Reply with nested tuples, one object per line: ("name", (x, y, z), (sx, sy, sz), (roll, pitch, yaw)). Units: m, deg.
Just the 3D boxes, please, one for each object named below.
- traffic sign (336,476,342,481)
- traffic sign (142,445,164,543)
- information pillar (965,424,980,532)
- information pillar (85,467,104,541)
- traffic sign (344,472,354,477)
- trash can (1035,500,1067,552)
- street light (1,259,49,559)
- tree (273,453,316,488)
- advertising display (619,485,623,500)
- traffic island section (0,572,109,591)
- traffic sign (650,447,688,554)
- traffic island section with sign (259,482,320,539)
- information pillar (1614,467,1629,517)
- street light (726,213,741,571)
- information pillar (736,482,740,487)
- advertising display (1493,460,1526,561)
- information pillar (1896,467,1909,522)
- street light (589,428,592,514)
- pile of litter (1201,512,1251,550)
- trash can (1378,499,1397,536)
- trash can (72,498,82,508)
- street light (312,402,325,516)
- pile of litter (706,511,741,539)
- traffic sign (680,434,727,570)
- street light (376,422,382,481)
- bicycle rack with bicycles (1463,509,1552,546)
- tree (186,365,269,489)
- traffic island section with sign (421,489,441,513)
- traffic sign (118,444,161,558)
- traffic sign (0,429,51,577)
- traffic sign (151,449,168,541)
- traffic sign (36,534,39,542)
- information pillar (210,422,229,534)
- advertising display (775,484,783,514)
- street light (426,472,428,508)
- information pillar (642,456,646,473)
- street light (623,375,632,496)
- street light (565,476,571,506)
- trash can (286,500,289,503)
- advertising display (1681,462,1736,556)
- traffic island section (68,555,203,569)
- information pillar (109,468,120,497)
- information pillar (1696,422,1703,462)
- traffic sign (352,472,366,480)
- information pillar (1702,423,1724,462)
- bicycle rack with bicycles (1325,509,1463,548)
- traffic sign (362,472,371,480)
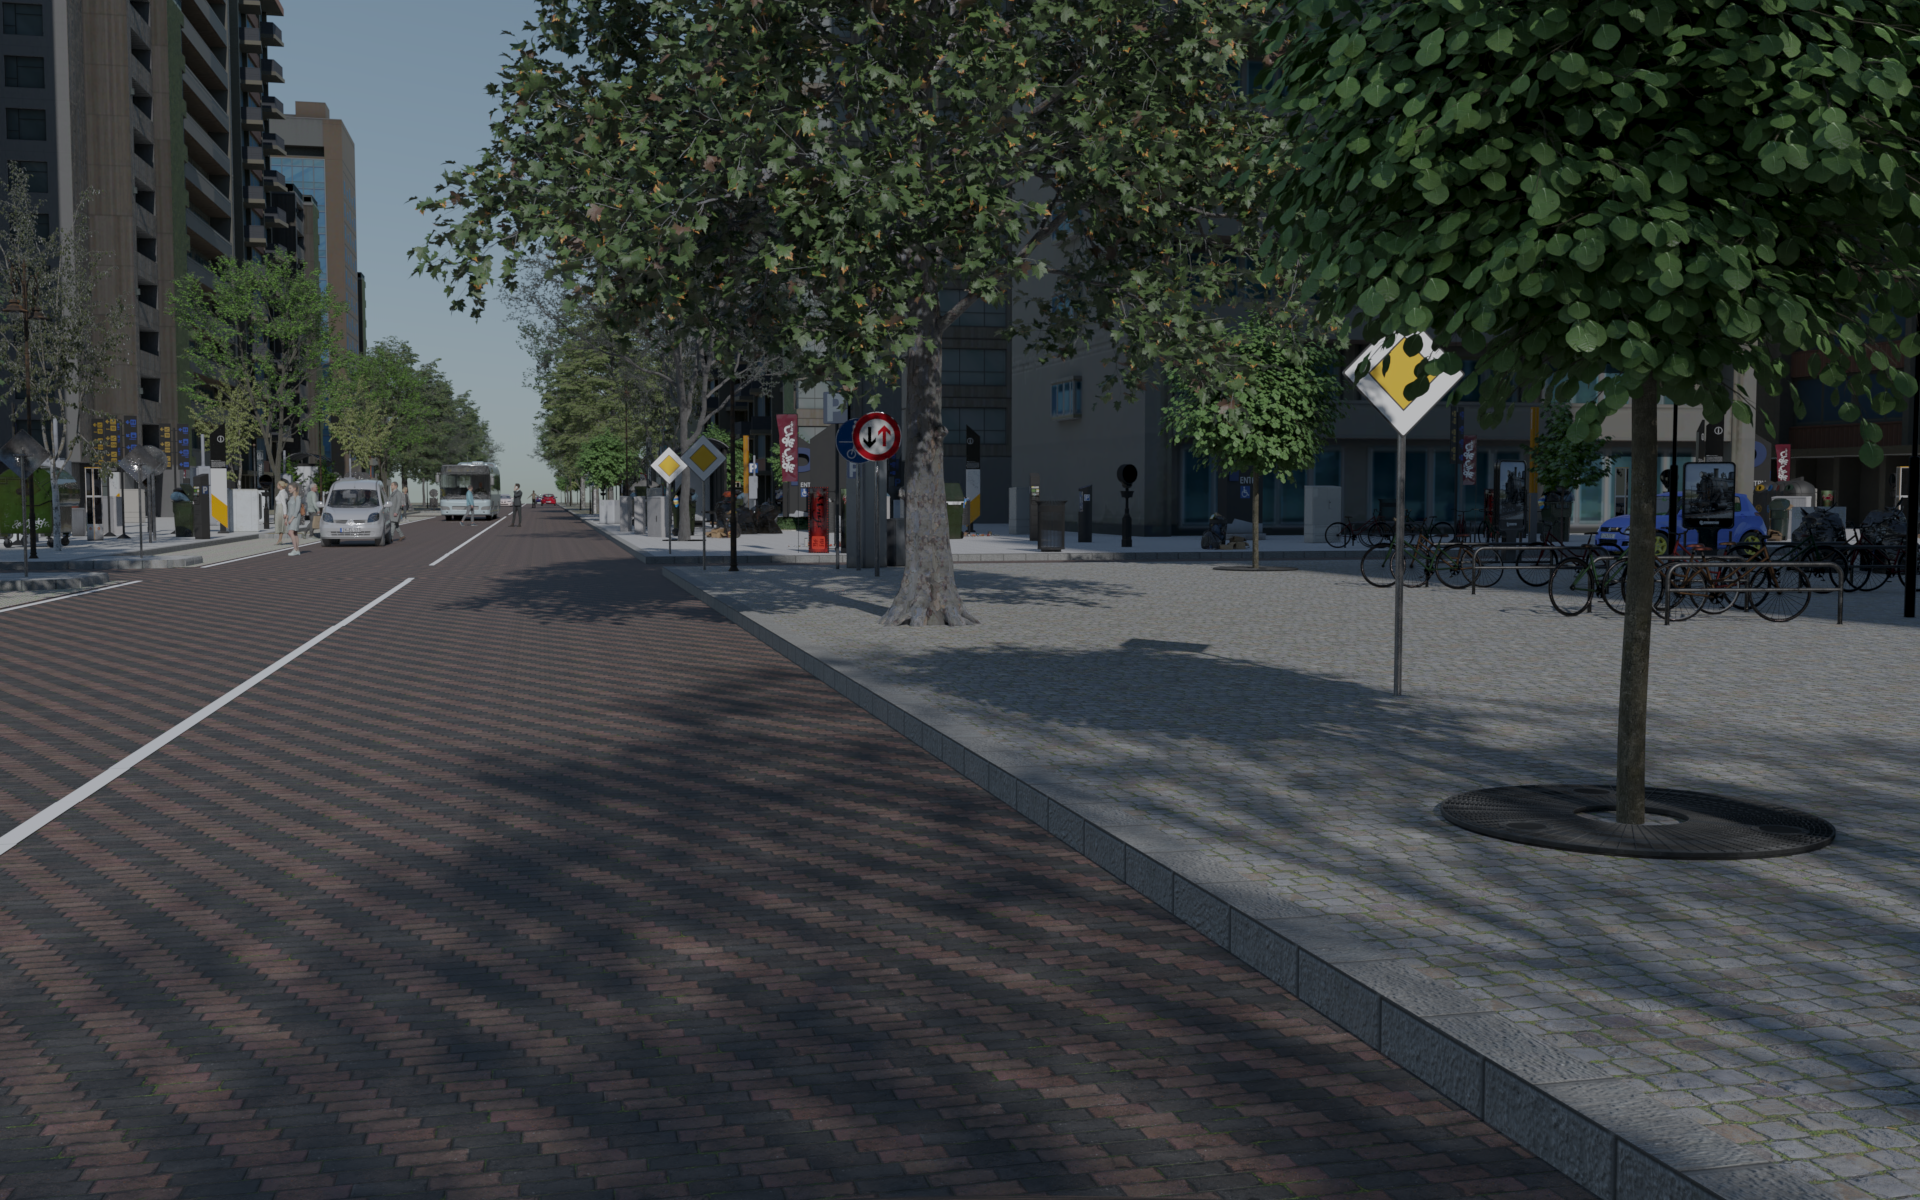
("traffic sign", (-35.995, -6.097, 99.784), (0.768, 2.556, 0.104), (0, 4, -8))
("traffic sign", (-21.210, -2.764, 45.303), (0.768, 2.556, 0.104), (-1, 4, -12))
("information pillar", (0.431, -4.085, 58.142), (0.504, 3.616, 0.183), (1, 4, 9))
("information pillar", (-23.757, -2.632, 47.530), (0.304, 2.012, 0.304), (2, 4, 24))
("traffic sign", (-34.943, -6.068, 99.310), (0.768, 2.556, 0.104), (0, 4, -7))
("trash can", (2.018, -1.632, 38.343), (0.748, 1.137, 0.748), (0, 3, 0))
("street light", (-18.428, -3.761, 34.274), (0.468, 5.910, 1.993), (-1, 4, -14))
("tree", (-31.277, -5.288, 81.053), (1.663, 3.219, 1.824), (0, 3, 0))
("advertising display", (-20.220, -6.037, 103.915), (0.123, 1.923, 0.974), (0, 4, 8))
("traffic island section", (-14.505, -0.280, 26.865), (2.009, 0.180, 2.903), (-1, 4, -14))
("traffic sign", (-6.207, -2.040, 37.000), (0.795, 2.450, 0.064), (-1, 4, -14))
("traffic island section with sign", (-21.688, -2.926, 56.467), (1.989, 1.847, 2.006), (-1, 4, -14))
("information pillar", (18.160, -2.635, 47.567), (0.304, 2.012, 0.304), (2, 4, 33))
("street light", (-3.767, -3.417, 28.653), (0.468, 5.910, 1.993), (-1, 4, -14))
("information pillar", (-13.358, -6.070, 103.732), (0.304, 2.012, 0.304), (-3, 4, -36))
("advertising display", (10.386, -1.683, 32.739), (0.974, 1.923, 0.123), (-3, 5, -42))
("information pillar", (25.230, -2.558, 46.319), (0.304, 2.012, 0.304), (1, 4, 12))
("street light", (-23.462, -8.377, 109.752), (0.468, 5.910, 1.993), (-1, 4, -14))
("pile of litter", (6.281, -1.623, 40.498), (1.719, 0.858, 1.176), (-3, 5, -44))
("trash can", (13.094, -2.518, 52.817), (0.748, 1.137, 0.748), (0, 3, 0))
("trash can", (-36.422, -3.636, 71.103), (0.748, 1.137, 0.748), (0, 3, 0))
("street light", (-29.518, -6.553, 79.922), (0.468, 5.910, 1.993), (-1, 4, -14))
("pile of litter", (-6.981, -2.257, 50.867), (1.176, 0.858, 1.719), (1, 4, 15))
("traffic sign", (-4.327, -1.566, 29.239), (0.795, 2.450, 0.064), (-1, 4, -14))
("street light", (-36.390, -8.311, 108.679), (0.468, 5.910, 1.993), (-1, 4, -14))
("bicycle rack with bicycles", (13.386, -1.784, 42.551), (2.852, 0.926, 2.925), (1, 4, 14))
("tree", (-40.080, -8.879, 95.536), (4.737, 8.622, 4.395), (0, 3, 0))
("traffic island section with sign", (-39.772, -7.491, 131.105), (1.989, 1.847, 2.006), (-1, 4, -14))
("traffic sign", (-16.364, -1.892, 34.570), (0.795, 2.450, 0.064), (-1, 4, -14))
("traffic sign", (-14.484, -1.417, 26.809), (0.795, 2.450, 0.064), (-1, 4, -14))
("traffic sign", (-22.090, -2.895, 47.437), (0.768, 2.556, 0.104), (0, 4, -8))
("traffic sign", (-24.724, -2.827, 46.323), (0.768, 2.556, 0.104), (-1, 4, -10))
("information pillar", (-24.072, -3.970, 56.270), (0.504, 3.616, 0.183), (-2, 4, -26))
("advertising display", (-11.661, -6.532, 112.003), (0.123, 1.923, 0.974), (-3, 4, -37))
("street light", (-47.651, -11.134, 154.822), (0.468, 5.910, 1.993), (-1, 4, -14))
("information pillar", (-19.165, -6.942, 104.849), (0.504, 3.616, 0.183), (2, 4, 33))
("street light", (-12.339, -5.586, 64.111), (0.468, 5.910, 1.993), (-1, 4, -14))
("street light", (-41.463, -12.929, 184.171), (0.468, 5.910, 1.993), (-1, 4, -14))
("trash can", (-29.412, -3.952, 76.261), (0.748, 1.137, 0.748), (0, 3, 0))
("advertising display", (14.935, -1.796, 34.572), (0.974, 1.923, 0.123), (1, 4, 13))
("traffic island section", (-16.385, -0.755, 34.627), (2.009, 0.180, 2.903), (-1, 4, -14))
("information pillar", (-32.109, -4.548, 65.716), (0.504, 3.616, 0.183), (2, 4, 24))
("information pillar", (23.116, -3.840, 54.137), (0.183, 3.616, 0.504), (3, 5, 43))
("traffic sign", (-33.921, -5.973, 97.772), (0.768, 2.556, 0.104), (0, 4, -7))
("information pillar", (21.282, -3.517, 48.861), (0.504, 3.616, 0.183), (1, 4, 18))
("bicycle rack with bicycles", (10.397, -1.726, 41.607), (2.925, 0.926, 2.852), (1, 4, 20))
("traffic sign", (-34.703, -6.165, 100.909), (0.768, 2.556, 0.104), (0, 4, -4))
